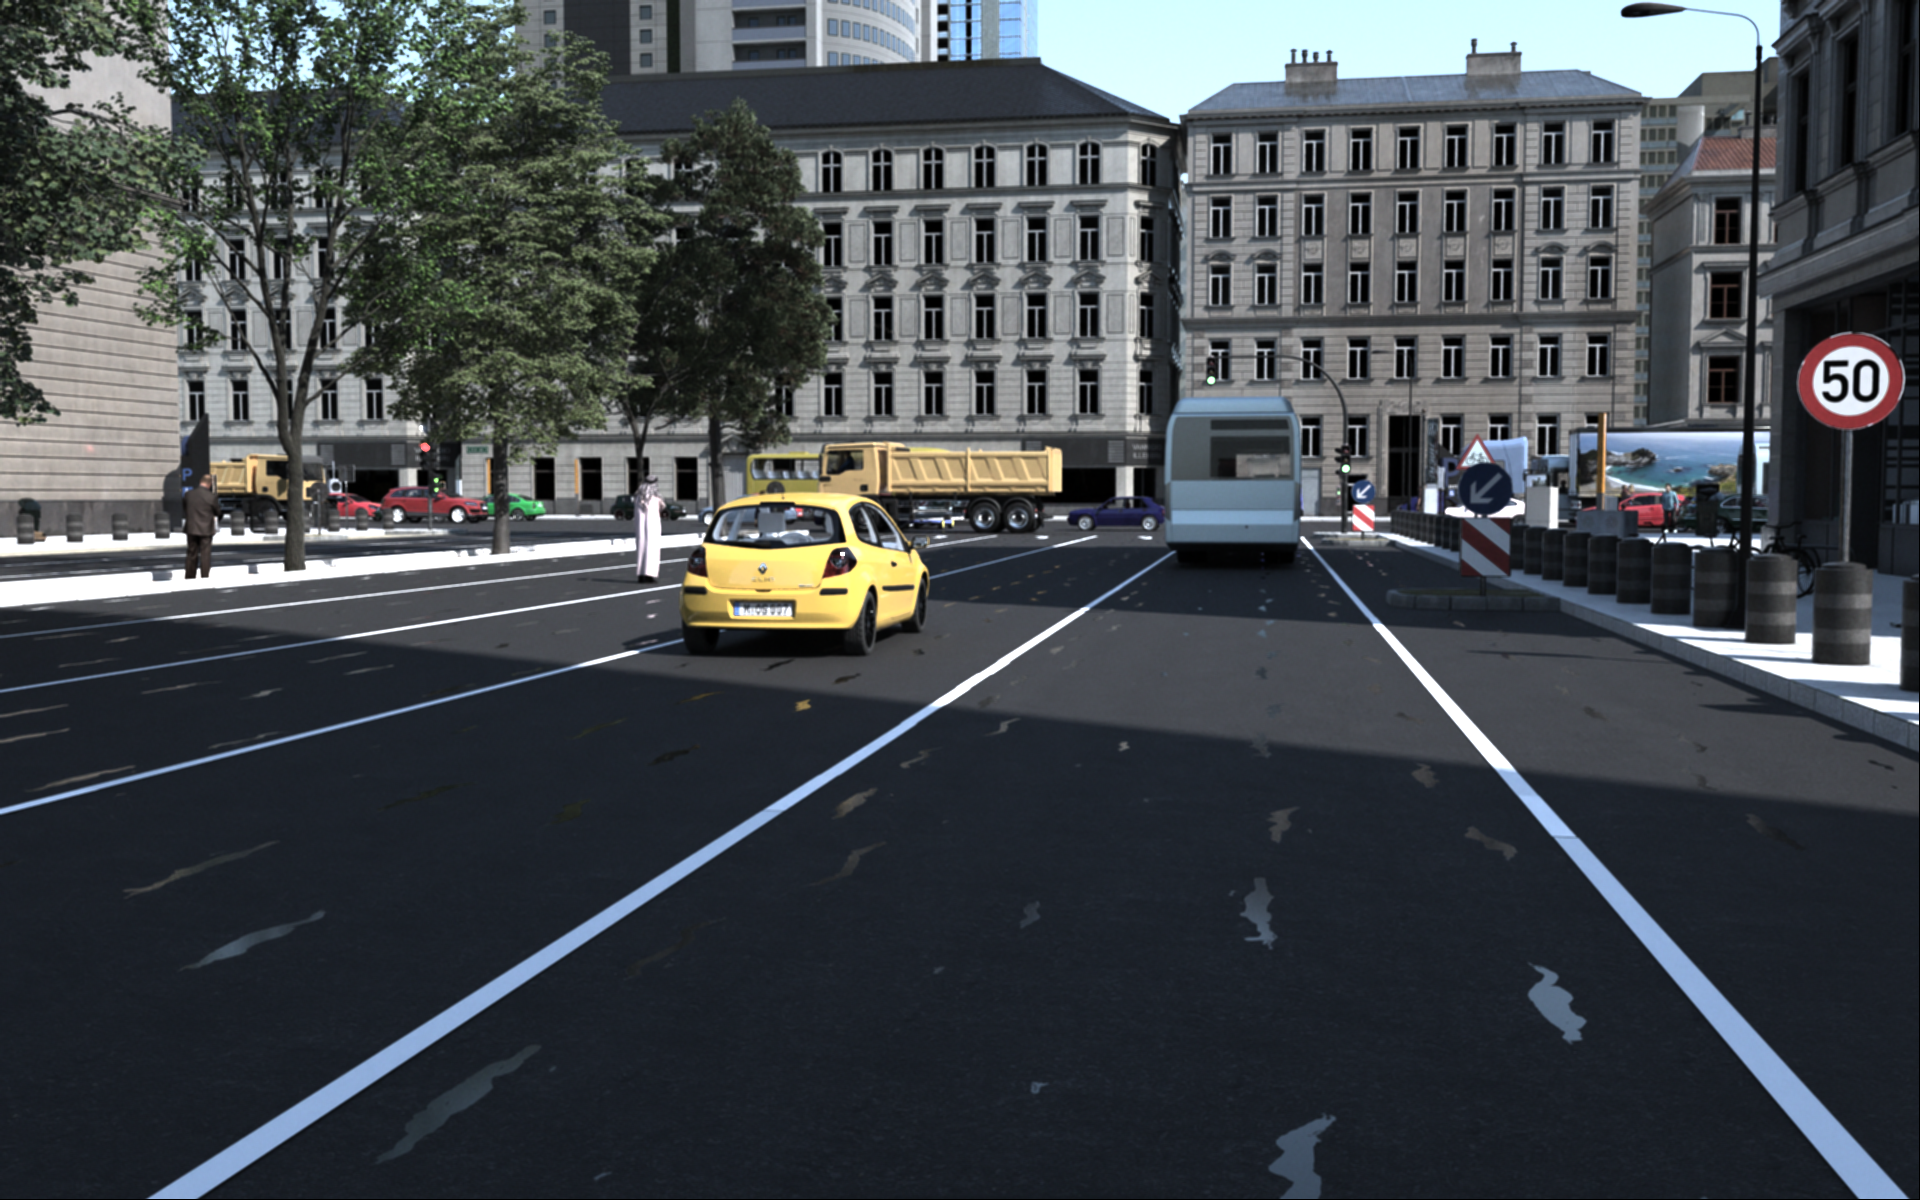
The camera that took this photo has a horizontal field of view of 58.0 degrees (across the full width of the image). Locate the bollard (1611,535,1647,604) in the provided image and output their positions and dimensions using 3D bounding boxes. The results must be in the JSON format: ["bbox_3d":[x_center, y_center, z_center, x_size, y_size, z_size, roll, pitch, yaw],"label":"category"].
[{"bbox_3d":[7.963,-0.349,20.427,0.404,0.777,0.398,0,3,0],"label":"bollard"}]

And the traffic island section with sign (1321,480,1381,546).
[{"bbox_3d":[11.238,-2.464,48.908,1.989,1.847,2.006,1,4,10],"label":"traffic island section with sign"}]

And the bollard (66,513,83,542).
[{"bbox_3d":[-23.537,-1.916,46.042,0.404,0.777,0.398,0,3,0],"label":"bollard"}]

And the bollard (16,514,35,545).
[{"bbox_3d":[-23.861,-1.804,44.217,0.404,0.777,0.398,0,3,0],"label":"bollard"}]

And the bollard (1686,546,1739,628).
[{"bbox_3d":[7.322,-0.126,16.772,0.404,0.777,0.398,0,3,0],"label":"bollard"}]

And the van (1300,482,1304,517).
[{"bbox_3d":[13.549,-4.727,81.675,5.245,2.365,2.240,1,4,11],"label":"van"}]

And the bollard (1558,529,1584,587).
[{"bbox_3d":[8.603,-0.573,24.080,0.404,0.777,0.398,0,3,0],"label":"bollard"}]

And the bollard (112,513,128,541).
[{"bbox_3d":[-23.218,-2.028,47.867,0.404,0.777,0.398,0,3,0],"label":"bollard"}]

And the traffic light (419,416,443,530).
[{"bbox_3d":[-18.957,-4.467,61.952,0.839,4.253,0.868,1,4,10],"label":"traffic light"}]

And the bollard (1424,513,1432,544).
[{"bbox_3d":[12.135,-1.804,44.214,0.404,0.777,0.398,0,3,0],"label":"bollard"}]

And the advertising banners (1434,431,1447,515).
[{"bbox_3d":[13.165,-3.138,47.491,0.090,3.025,2.074,0,4,8],"label":"advertising banners"}]

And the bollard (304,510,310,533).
[{"bbox_3d":[-21.614,-2.588,57.025,0.404,0.777,0.398,0,3,0],"label":"bollard"}]

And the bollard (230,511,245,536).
[{"bbox_3d":[-22.257,-2.363,53.355,0.404,0.777,0.398,0,3,0],"label":"bollard"}]

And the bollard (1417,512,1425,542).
[{"bbox_3d":[12.454,-1.916,46.042,0.404,0.777,0.398,0,3,0],"label":"bollard"}]

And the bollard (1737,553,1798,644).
[{"bbox_3d":[7.000,-0.014,14.947,0.404,0.777,0.398,0,3,0],"label":"bollard"}]

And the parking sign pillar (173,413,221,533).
[{"bbox_3d":[-25.233,-4.202,57.175,1.447,3.967,1.447,0,4,-1],"label":"parking sign pillar"}]

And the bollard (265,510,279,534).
[{"bbox_3d":[-21.936,-2.475,55.180,0.404,0.777,0.398,0,3,0],"label":"bollard"}]

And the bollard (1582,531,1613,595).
[{"bbox_3d":[8.284,-0.461,22.253,0.404,0.777,0.398,0,3,0],"label":"bollard"}]

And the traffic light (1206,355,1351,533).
[{"bbox_3d":[10.452,-5.016,56.687,4.771,5.953,1.251,1,4,10],"label":"traffic light"}]

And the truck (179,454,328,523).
[{"bbox_3d":[-35.366,-5.463,85.244,9.791,3.379,3.469,1,4,11],"label":"truck"}]

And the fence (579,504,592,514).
[{"bbox_3d":[-21.606,-5.180,100.060,0.278,0.683,2.069,1,4,9],"label":"fence"}]

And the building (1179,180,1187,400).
[{"bbox_3d":[31.399,-39.594,266.970,30.456,49.044,23.786,1,4,10],"label":"building"}]

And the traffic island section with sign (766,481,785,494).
[{"bbox_3d":[-6.580,-3.182,60.163,2.006,1.907,1.989,1,4,10],"label":"traffic island section with sign"}]

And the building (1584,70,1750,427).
[{"bbox_3d":[54.335,-28.880,164.076,32.217,40.220,23.993,1,4,10],"label":"building"}]

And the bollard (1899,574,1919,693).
[{"bbox_3d":[6.360,0.210,11.288,0.404,0.777,0.398,0,3,0],"label":"bollard"}]

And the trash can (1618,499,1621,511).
[{"bbox_3d":[51.948,-7.675,137.144,0.748,1.137,0.748,0,3,0],"label":"trash can"}]

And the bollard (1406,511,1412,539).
[{"bbox_3d":[13.098,-2.139,49.697,0.404,0.777,0.398,0,3,0],"label":"bollard"}]

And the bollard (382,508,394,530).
[{"bbox_3d":[-20.646,-2.924,62.523,0.404,0.777,0.398,0,3,0],"label":"bollard"}]

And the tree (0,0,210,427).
[{"bbox_3d":[-13.450,-6.731,19.160,9.857,13.997,8.962,0,3,0],"label":"tree"}]

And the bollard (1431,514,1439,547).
[{"bbox_3d":[11.812,-1.692,42.389,0.404,0.777,0.398,0,3,0],"label":"bollard"}]

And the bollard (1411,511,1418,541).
[{"bbox_3d":[12.773,-2.028,47.872,0.404,0.777,0.398,0,3,0],"label":"bollard"}]

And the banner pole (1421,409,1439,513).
[{"bbox_3d":[13.679,-3.704,50.580,0.401,3.779,0.863,-2,4,-26],"label":"banner pole"}]

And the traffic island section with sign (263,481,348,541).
[{"bbox_3d":[-20.139,-2.753,53.636,1.989,1.847,2.006,1,4,10],"label":"traffic island section with sign"}]

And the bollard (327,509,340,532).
[{"bbox_3d":[-21.292,-2.699,58.851,0.404,0.777,0.398,0,3,0],"label":"bollard"}]

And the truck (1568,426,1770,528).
[{"bbox_3d":[31.745,-5.151,73.133,11.283,4.237,2.839,1,4,11],"label":"truck"}]

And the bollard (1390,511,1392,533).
[{"bbox_3d":[14.381,-2.587,57.010,0.404,0.777,0.398,0,3,0],"label":"bollard"}]

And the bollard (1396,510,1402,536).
[{"bbox_3d":[13.739,-2.363,53.350,0.404,0.777,0.398,0,3,0],"label":"bollard"}]

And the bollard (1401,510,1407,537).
[{"bbox_3d":[13.416,-2.251,51.525,0.404,0.777,0.398,0,3,0],"label":"bollard"}]

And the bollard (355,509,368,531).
[{"bbox_3d":[-20.967,-2.812,60.696,0.404,0.777,0.398,0,3,0],"label":"bollard"}]

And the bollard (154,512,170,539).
[{"bbox_3d":[-22.896,-2.140,49.703,0.404,0.777,0.398,0,3,0],"label":"bollard"}]

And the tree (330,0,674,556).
[{"bbox_3d":[-10.323,-7.237,38.906,7.486,12.596,7.792,0,3,0],"label":"tree"}]

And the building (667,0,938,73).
[{"bbox_3d":[-15.137,-38.638,173.733,21.231,58.520,28.212,1,4,10],"label":"building"}]

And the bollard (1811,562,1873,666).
[{"bbox_3d":[6.683,0.098,13.120,0.404,0.777,0.398,0,3,0],"label":"bollard"}]

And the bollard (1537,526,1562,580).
[{"bbox_3d":[8.925,-0.685,25.913,0.404,0.777,0.398,0,3,0],"label":"bollard"}]

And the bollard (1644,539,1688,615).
[{"bbox_3d":[7.640,-0.237,18.599,0.404,0.777,0.398,0,3,0],"label":"bollard"}]

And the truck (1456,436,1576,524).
[{"bbox_3d":[32.201,-5.557,80.611,18.799,4.110,2.967,1,4,11],"label":"truck"}]

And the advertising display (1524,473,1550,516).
[{"bbox_3d":[18.002,-2.987,54.048,0.123,1.923,0.974,-2,4,-25],"label":"advertising display"}]

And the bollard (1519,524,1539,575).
[{"bbox_3d":[9.246,-0.797,27.746,0.404,0.777,0.398,0,3,0],"label":"bollard"}]

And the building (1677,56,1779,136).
[{"bbox_3d":[89.233,-34.606,189.508,21.600,48.544,21.300,1,4,10],"label":"building"}]

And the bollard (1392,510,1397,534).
[{"bbox_3d":[14.058,-2.475,55.176,0.404,0.777,0.398,0,3,0],"label":"bollard"}]

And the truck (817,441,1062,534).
[{"bbox_3d":[-1.213,-4.193,64.480,9.791,3.379,3.469,1,4,11],"label":"truck"}]

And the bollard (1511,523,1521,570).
[{"bbox_3d":[9.570,-0.909,29.586,0.404,0.777,0.398,0,3,0],"label":"bollard"}]

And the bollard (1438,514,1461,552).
[{"bbox_3d":[11.493,-1.580,40.554,0.404,0.777,0.398,0,3,0],"label":"bollard"}]

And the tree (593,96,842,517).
[{"bbox_3d":[-7.776,-8.874,54.975,7.806,13.903,7.818,0,3,0],"label":"tree"}]

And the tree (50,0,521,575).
[{"bbox_3d":[-11.428,-6.193,29.475,9.928,11.665,9.643,0,3,0],"label":"tree"}]

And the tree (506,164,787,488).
[{"bbox_3d":[-8.577,-6.755,47.308,8.767,10.594,7.601,1,4,10],"label":"tree"}]

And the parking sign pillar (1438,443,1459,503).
[{"bbox_3d":[26.110,-6.353,92.346,1.447,3.967,1.447,-1,4,-18],"label":"parking sign pillar"}]

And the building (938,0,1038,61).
[{"bbox_3d":[0.391,-58.576,270.381,31.000,86.520,22.319,1,4,10],"label":"building"}]

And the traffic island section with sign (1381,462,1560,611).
[{"bbox_3d":[6.570,-0.840,22.359,1.989,1.847,2.006,1,4,10],"label":"traffic island section with sign"}]

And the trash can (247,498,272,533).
[{"bbox_3d":[-22.927,-2.755,56.704,0.748,1.137,0.748,0,3,0],"label":"trash can"}]
